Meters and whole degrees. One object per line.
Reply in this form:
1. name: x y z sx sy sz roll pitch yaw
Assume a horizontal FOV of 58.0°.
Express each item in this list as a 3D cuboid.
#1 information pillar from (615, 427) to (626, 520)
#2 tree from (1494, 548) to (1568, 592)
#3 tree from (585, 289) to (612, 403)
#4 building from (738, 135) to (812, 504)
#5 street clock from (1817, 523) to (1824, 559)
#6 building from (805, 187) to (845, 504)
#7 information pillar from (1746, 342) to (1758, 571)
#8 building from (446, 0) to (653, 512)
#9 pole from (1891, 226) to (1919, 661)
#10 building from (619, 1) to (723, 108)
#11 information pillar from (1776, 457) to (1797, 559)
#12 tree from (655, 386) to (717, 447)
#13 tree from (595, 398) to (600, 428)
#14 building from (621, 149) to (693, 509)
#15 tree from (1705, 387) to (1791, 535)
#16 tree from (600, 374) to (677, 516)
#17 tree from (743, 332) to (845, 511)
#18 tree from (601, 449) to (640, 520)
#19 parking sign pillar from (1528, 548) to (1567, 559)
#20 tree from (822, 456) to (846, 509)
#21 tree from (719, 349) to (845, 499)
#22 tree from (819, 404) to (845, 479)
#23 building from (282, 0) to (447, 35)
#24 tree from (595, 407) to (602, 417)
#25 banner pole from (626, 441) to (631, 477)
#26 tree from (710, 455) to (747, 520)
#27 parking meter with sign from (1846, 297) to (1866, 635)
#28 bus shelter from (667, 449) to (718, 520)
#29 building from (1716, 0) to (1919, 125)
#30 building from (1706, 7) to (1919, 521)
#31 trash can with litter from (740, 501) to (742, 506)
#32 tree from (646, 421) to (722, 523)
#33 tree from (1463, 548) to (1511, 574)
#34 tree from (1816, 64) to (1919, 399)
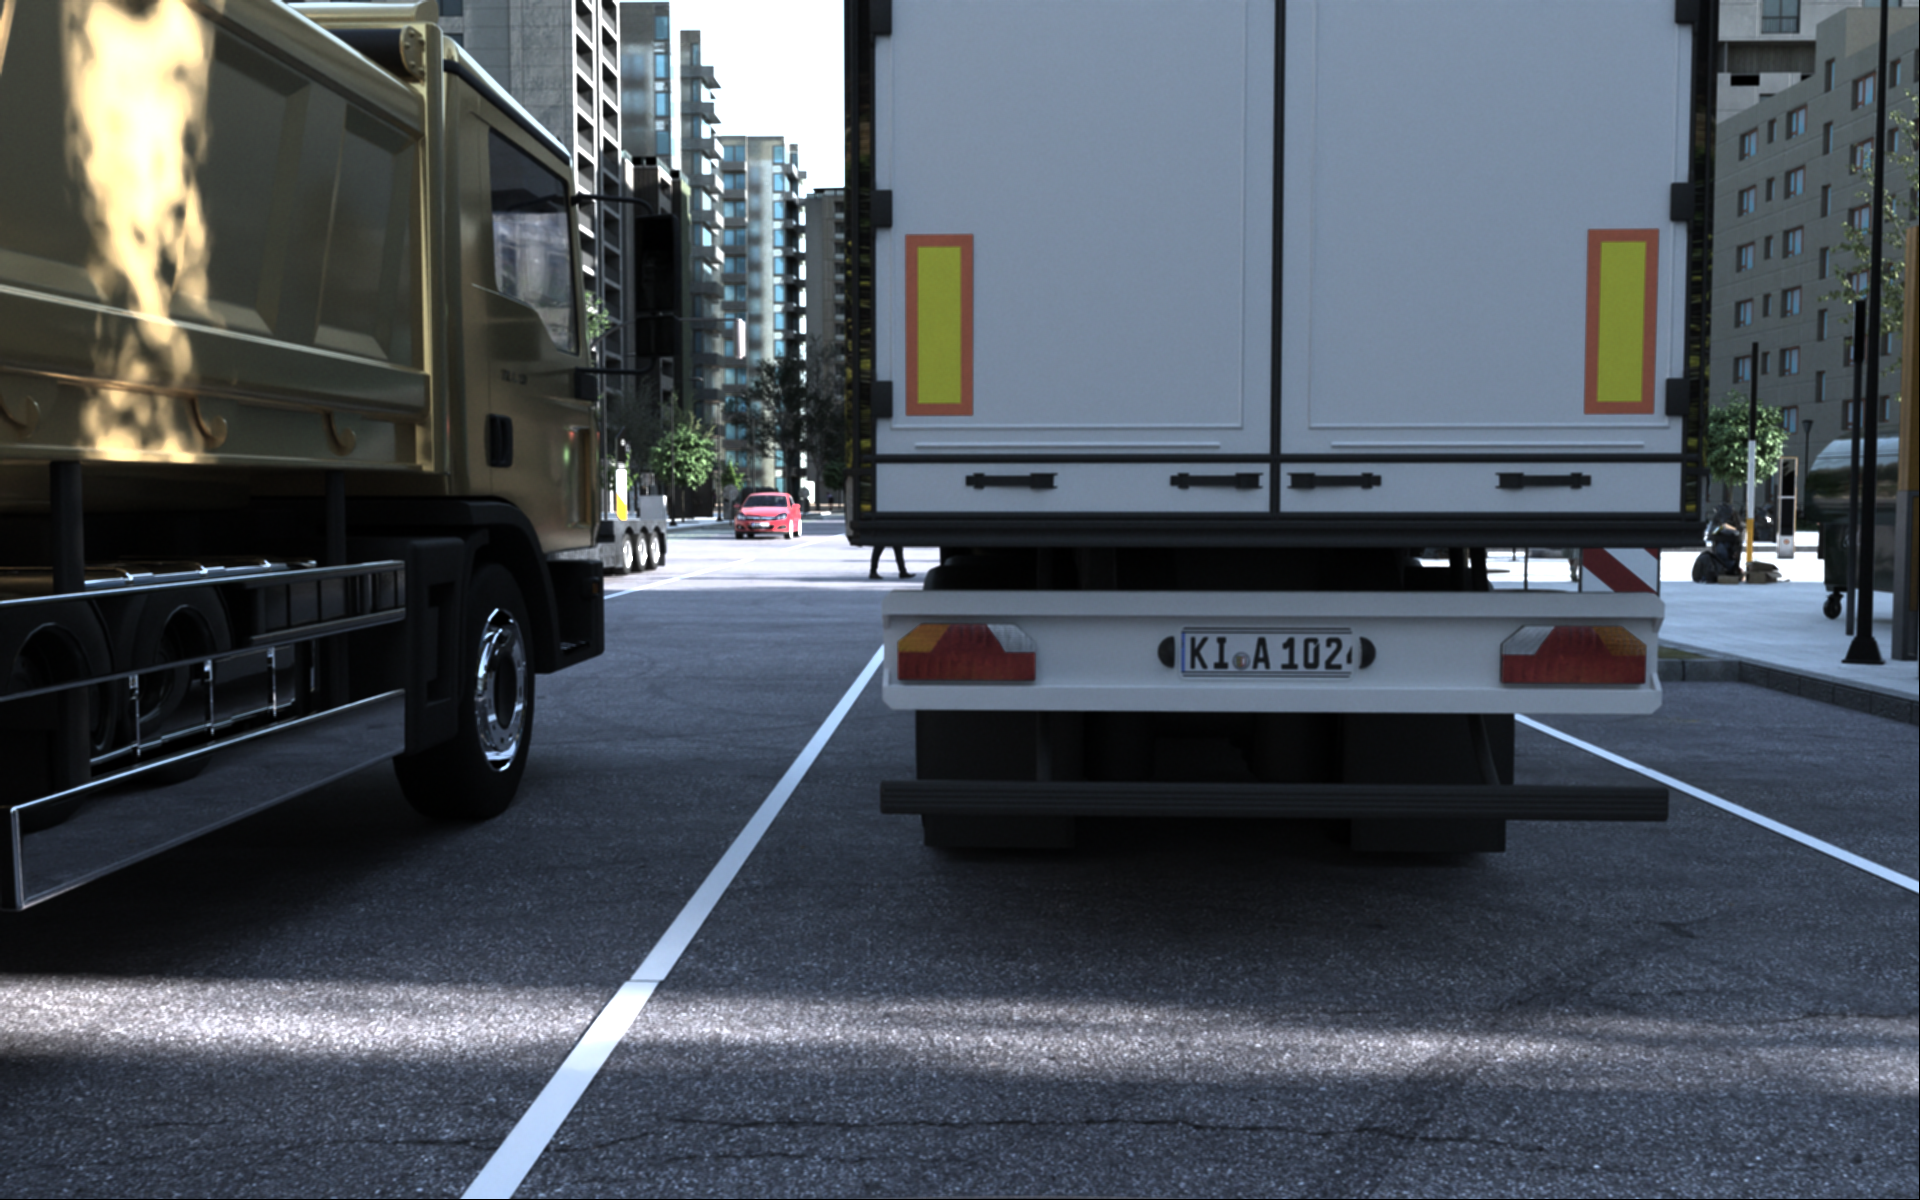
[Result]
1. information pillar: -11.727 -4.194 59.934 0.183 3.616 0.504 2 4 26
2. tree: 7.133 -1.679 22.047 1.663 3.219 1.824 0 3 0
3. tree: -19.626 -9.249 76.984 9.928 11.665 9.643 0 3 0
4. building: -34.794 -37.298 229.433 30.456 49.044 23.786 0 4 1
5. street clock: 16.993 -1.799 33.977 0.471 2.002 0.358 -2 4 -25
6. building: -12.644 -33.037 223.746 14.086 41.232 14.154 0 4 1
7. information pillar: 12.304 -2.175 26.923 0.183 3.616 0.504 1 4 22
8. building: -34.434 -42.282 129.560 20.563 71.187 20.611 0 4 1
9. pole: 7.326 -1.190 13.300 0.158 3.312 0.155 0 3 0
10. building: -39.124 -33.683 170.330 30.456 49.044 23.786 0 4 1
11. information pillar: 16.413 -1.829 34.393 0.304 2.012 0.304 1 4 18
12. tree: -18.873 -10.290 118.606 4.737 8.622 4.395 0 3 0
13. tree: -21.338 -10.018 114.164 4.360 8.622 3.978 0 3 0
14. building: -31.115 -23.019 148.063 14.160 30.474 14.107 0 4 1
15. tree: 23.954 -4.272 53.564 4.285 4.588 4.351 0 3 0
16. tree: -19.996 -9.688 108.756 4.360 8.622 3.978 0 3 0
17. tree: -10.659 -13.420 129.782 12.009 13.543 11.850 0 3 0
18. tree: -12.497 -4.246 64.019 1.663 3.219 1.824 0 3 0
19. parking sign pillar: 12.168 -2.832 34.783 1.447 3.967 1.447 2 4 32
20. tree: -10.520 -10.227 150.917 4.285 4.588 4.351 0 3 0
21. tree: -10.829 -10.784 110.728 8.767 10.594 7.601 -2 4 -27
22. tree: -10.307 -16.361 184.509 9.611 12.733 9.660 0 3 0
23. building: -64.728 -44.889 172.185 20.611 71.187 20.563 0 4 1
24. tree: -21.502 -8.795 94.153 4.737 8.622 4.395 0 3 0
25. banner pole: -14.082 -5.054 72.655 0.863 3.779 0.401 2 4 34
26. tree: -11.301 -5.550 85.340 1.663 3.219 1.824 0 3 0
27. parking meter with sign: 8.826 -1.163 15.282 1.738 3.016 0.543 2 4 26
28. bus shelter: -13.860 -6.050 90.208 1.731 3.624 6.357 0 4 1
29. building: 38.453 -31.248 100.137 28.713 52.752 27.495 0 4 1
30. building: 49.535 -13.761 70.039 28.899 21.520 27.650 0 4 1
31. trash can with litter: -12.477 -5.565 102.372 1.055 1.170 0.624 1 4 18
32. tree: -12.358 -5.748 77.686 4.285 4.588 4.351 0 3 0
33. tree: 8.280 -2.730 28.349 4.285 4.588 4.351 0 3 0
34. tree: 16.971 -4.822 29.203 4.737 8.622 4.395 0 3 0
